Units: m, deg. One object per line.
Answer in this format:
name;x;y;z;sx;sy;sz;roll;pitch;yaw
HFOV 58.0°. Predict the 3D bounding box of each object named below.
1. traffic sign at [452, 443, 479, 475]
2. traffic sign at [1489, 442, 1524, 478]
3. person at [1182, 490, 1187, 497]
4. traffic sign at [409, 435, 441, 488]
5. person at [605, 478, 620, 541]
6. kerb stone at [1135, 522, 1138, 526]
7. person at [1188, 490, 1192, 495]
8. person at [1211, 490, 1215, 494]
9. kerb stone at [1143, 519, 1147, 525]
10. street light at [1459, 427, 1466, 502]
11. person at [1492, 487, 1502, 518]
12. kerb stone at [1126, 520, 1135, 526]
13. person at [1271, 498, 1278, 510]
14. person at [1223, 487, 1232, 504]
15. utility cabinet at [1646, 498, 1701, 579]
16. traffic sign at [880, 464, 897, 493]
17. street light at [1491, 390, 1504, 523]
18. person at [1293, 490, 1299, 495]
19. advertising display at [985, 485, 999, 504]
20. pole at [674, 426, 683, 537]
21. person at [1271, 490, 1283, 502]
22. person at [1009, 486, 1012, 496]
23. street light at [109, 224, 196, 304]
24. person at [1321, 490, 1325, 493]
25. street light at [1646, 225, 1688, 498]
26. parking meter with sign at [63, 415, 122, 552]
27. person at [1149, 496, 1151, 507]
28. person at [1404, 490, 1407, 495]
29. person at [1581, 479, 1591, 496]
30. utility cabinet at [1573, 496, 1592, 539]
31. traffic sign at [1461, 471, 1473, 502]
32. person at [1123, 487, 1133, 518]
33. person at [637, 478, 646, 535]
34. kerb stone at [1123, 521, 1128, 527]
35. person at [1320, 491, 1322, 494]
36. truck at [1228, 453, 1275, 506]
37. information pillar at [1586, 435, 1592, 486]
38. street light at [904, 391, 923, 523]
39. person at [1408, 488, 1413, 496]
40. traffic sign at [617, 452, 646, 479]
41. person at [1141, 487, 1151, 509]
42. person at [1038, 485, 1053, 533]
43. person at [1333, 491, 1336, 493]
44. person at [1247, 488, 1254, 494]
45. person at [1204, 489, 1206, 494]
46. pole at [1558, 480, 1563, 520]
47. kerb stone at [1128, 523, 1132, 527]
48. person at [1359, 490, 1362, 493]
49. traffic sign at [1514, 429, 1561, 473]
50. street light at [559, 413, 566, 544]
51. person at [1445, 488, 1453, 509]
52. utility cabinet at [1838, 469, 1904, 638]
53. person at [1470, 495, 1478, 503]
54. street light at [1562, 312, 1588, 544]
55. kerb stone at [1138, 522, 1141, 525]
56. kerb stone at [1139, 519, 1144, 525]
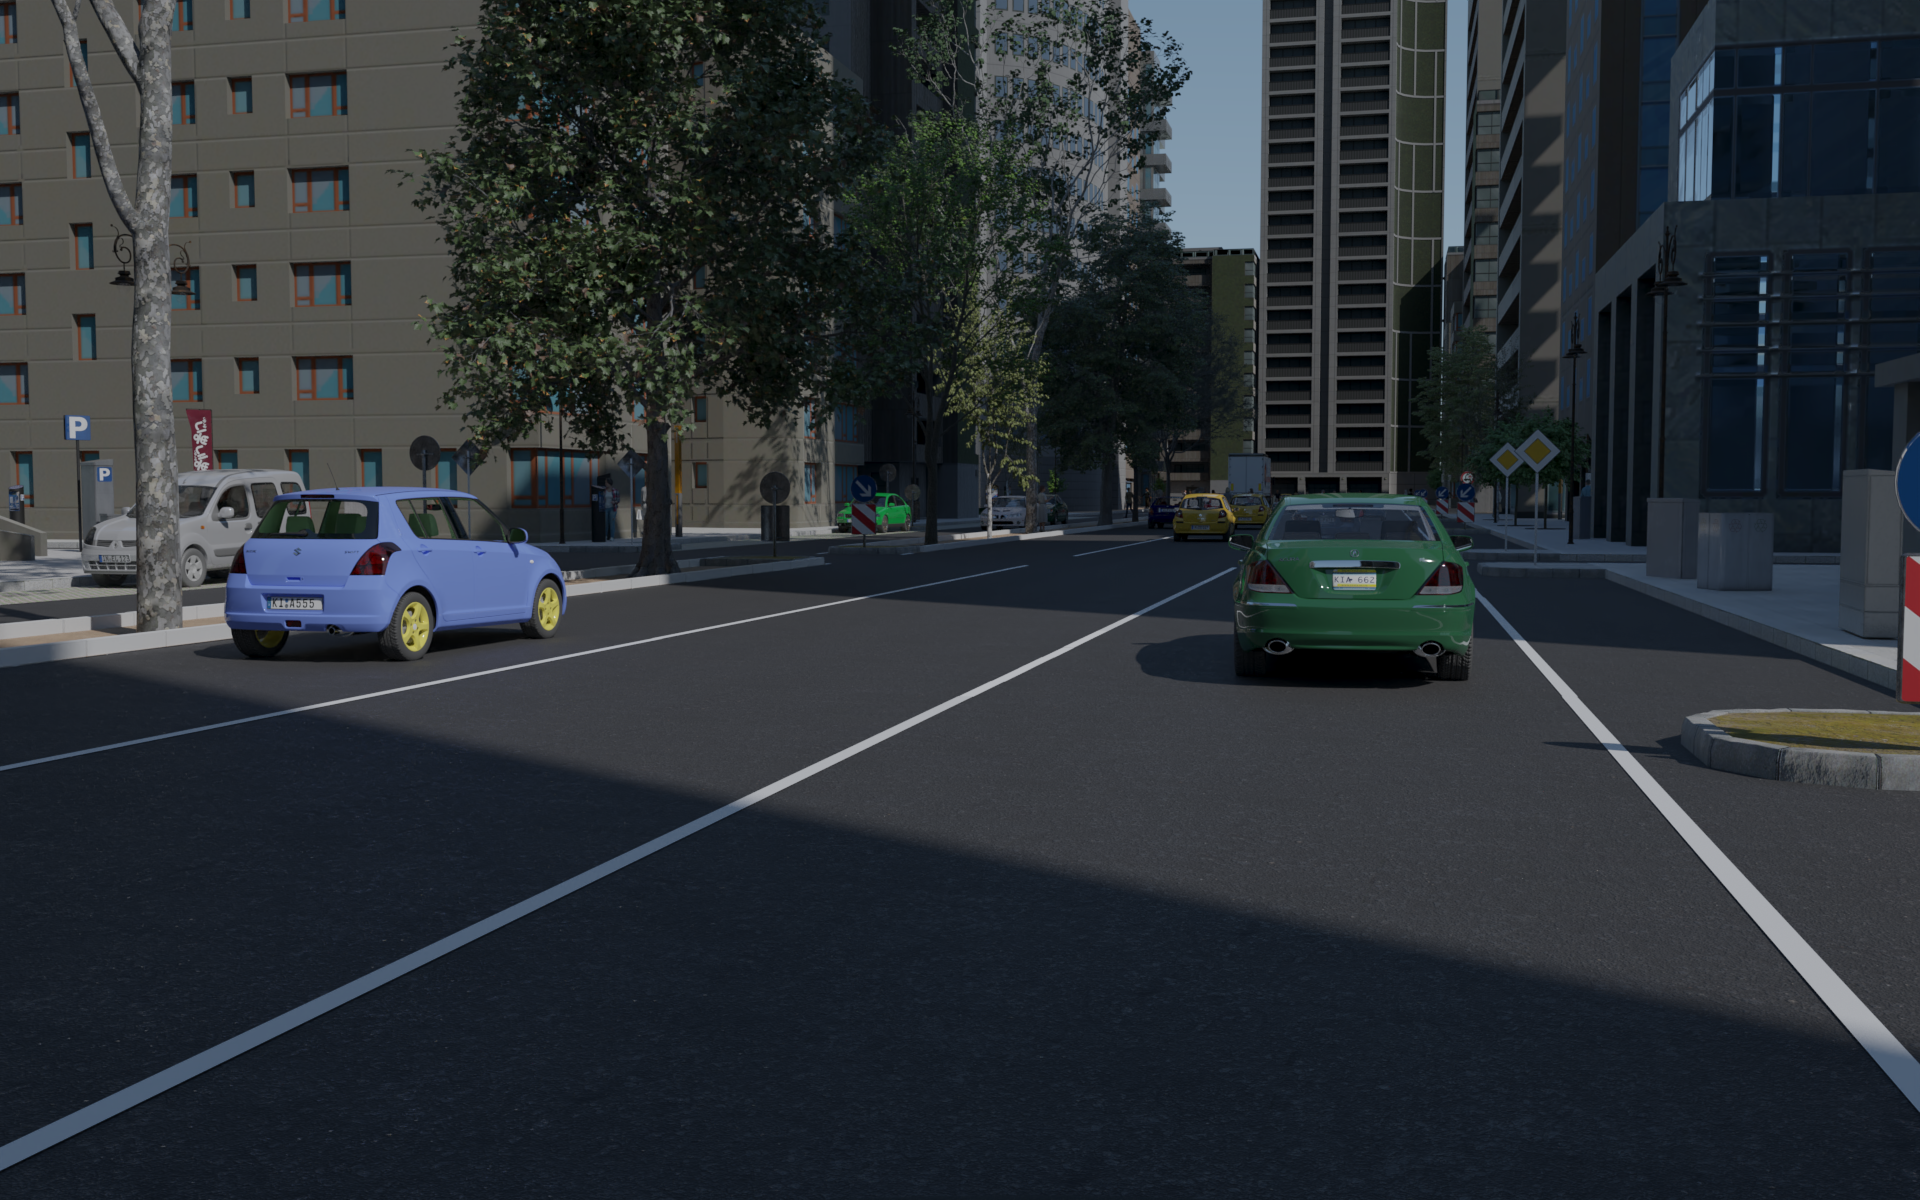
traffic sign;-10.232;-2.073;36.084;0.795;2.593;0.064;1;4;14
traffic sign;12.256;-2.236;38.754;0.795;2.593;0.064;1;4;14
person;24.314;-11.058;187.642;0.445;1.727;0.742;2;4;34
traffic sign;-11.611;-2.291;37.565;0.768;2.556;0.104;1;4;16
person;-9.594;-2.480;47.434;0.563;1.720;0.643;0;4;-2
kerb stone;7.768;-3.410;77.966;0.120;0.150;1.000;1;4;14
person;18.445;-7.943;139.091;1.217;1.735;0.721;3;5;43
person;17.590;-6.760;119.717;0.721;1.739;1.217;2;4;25
kerb stone;8.506;-3.594;80.951;0.120;0.150;1.000;1;4;14
street light;32.097;-8.438;110.745;0.468;5.910;1.993;1;4;14
person;28.143;-5.153;90.773;0.515;1.767;0.782;1;4;19
kerb stone;7.532;-3.348;76.971;0.120;0.150;1.000;1;4;14
person;16.670;-4.762;91.381;0.505;1.210;0.382;-2;4;-33
person;14.110;-5.083;91.786;0.709;1.800;0.728;2;4;25
utility cabinet;10.949;-0.944;26.602;0.306;1.237;1.020;0;4;-8
traffic sign;-3.023;-4.422;72.398;0.768;2.556;0.104;1;4;21
street light;23.873;-6.378;77.063;0.468;5.910;1.993;1;4;14
person;33.574;-10.056;173.017;1.348;1.812;0.705;0;4;-2
advertising display;2.182;-6.880;117.708;0.974;1.923;0.123;2;4;30
pole;-8.395;-3.534;51.629;0.158;3.312;0.155;0;3;0
person;26.858;-8.438;146.473;1.348;1.822;0.705;1;4;8
person;3.092;-6.460;111.573;0.836;1.842;0.656;1;4;18
street light;-13.884;-3.495;29.937;0.468;5.910;1.993;1;4;14
person;24.409;-6.543;116.418;0.436;1.711;0.756;-1;4;-9
street light;12.196;-3.501;30.027;0.468;5.910;1.993;1;4;14
parking meter with sign;-18.888;-2.546;37.887;1.738;3.016;0.543;3;4;38
person;17.739;-9.443;163.672;0.421;1.427;0.697;-3;4;-37
person;33.275;-7.368;129.702;0.721;1.736;1.217;0;4;5
person;23.799;-3.662;65.777;0.748;1.841;0.638;-1;4;-21
utility cabinet;17.740;-2.346;49.520;0.306;1.237;1.020;3;4;36
traffic sign;28.292;-5.898;96.546;0.768;2.556;0.104;1;4;16
person;10.122;-5.793;103.134;0.836;1.842;0.656;2;4;32
person;-9.123;-2.688;50.351;0.694;1.780;0.624;3;5;44
kerb stone;7.042;-3.228;74.974;0.120;0.150;1.000;1;4;14
person;34.759;-9.633;166.921;0.530;1.710;0.541;-1;4;-22
truck;20.956;-8.295;124.540;2.839;4.237;11.283;1;4;13
information pillar;24.857;-4.712;68.398;0.504;3.616;0.183;-3;5;-42
street light;-2.070;-6.408;77.554;0.468;5.910;1.993;1;4;14
person;35.109;-7.750;134.836;0.705;1.869;1.348;-1;4;-18
traffic sign;-8.317;-2.547;43.837;0.795;2.593;0.064;1;4;14
person;16.536;-9.035;153.402;0.705;1.869;1.348;-2;4;-35
person;3.139;-3.357;63.962;0.524;1.755;0.480;-2;4;-31
person;32.586;-8.647;150.810;0.436;1.711;0.756;1;4;20
person;16.004;-5.239;94.745;0.593;1.750;0.643;-1;4;-20
person;17.594;-7.083;124.440;0.705;1.807;1.348;0;4;-7
pole;30.092;-5.683;86.766;0.158;3.312;0.155;0;3;0
kerb stone;7.285;-3.289;75.967;0.120;0.150;1.000;1;4;14
person;37.969;-9.528;164.278;0.705;1.824;1.348;2;4;25
traffic sign;10.341;-1.762;31.001;0.795;2.593;0.064;1;4;14
street light;-10.259;-4.386;44.500;0.468;5.910;1.993;1;4;14
person;42.579;-8.895;151.485;1.348;1.822;0.705;-1;4;-13
utility cabinet;8.284;-0.431;15.732;0.318;1.500;1.173;1;4;17
person;32.011;-6.216;108.257;0.643;1.750;0.593;-2;4;-26
street light;15.653;-4.369;44.214;0.468;5.910;1.993;1;4;14
kerb stone;8.020;-3.472;78.957;0.120;0.150;1.000;1;4;14
kerb stone;8.271;-3.532;79.950;0.120;0.150;1.000;1;4;14
